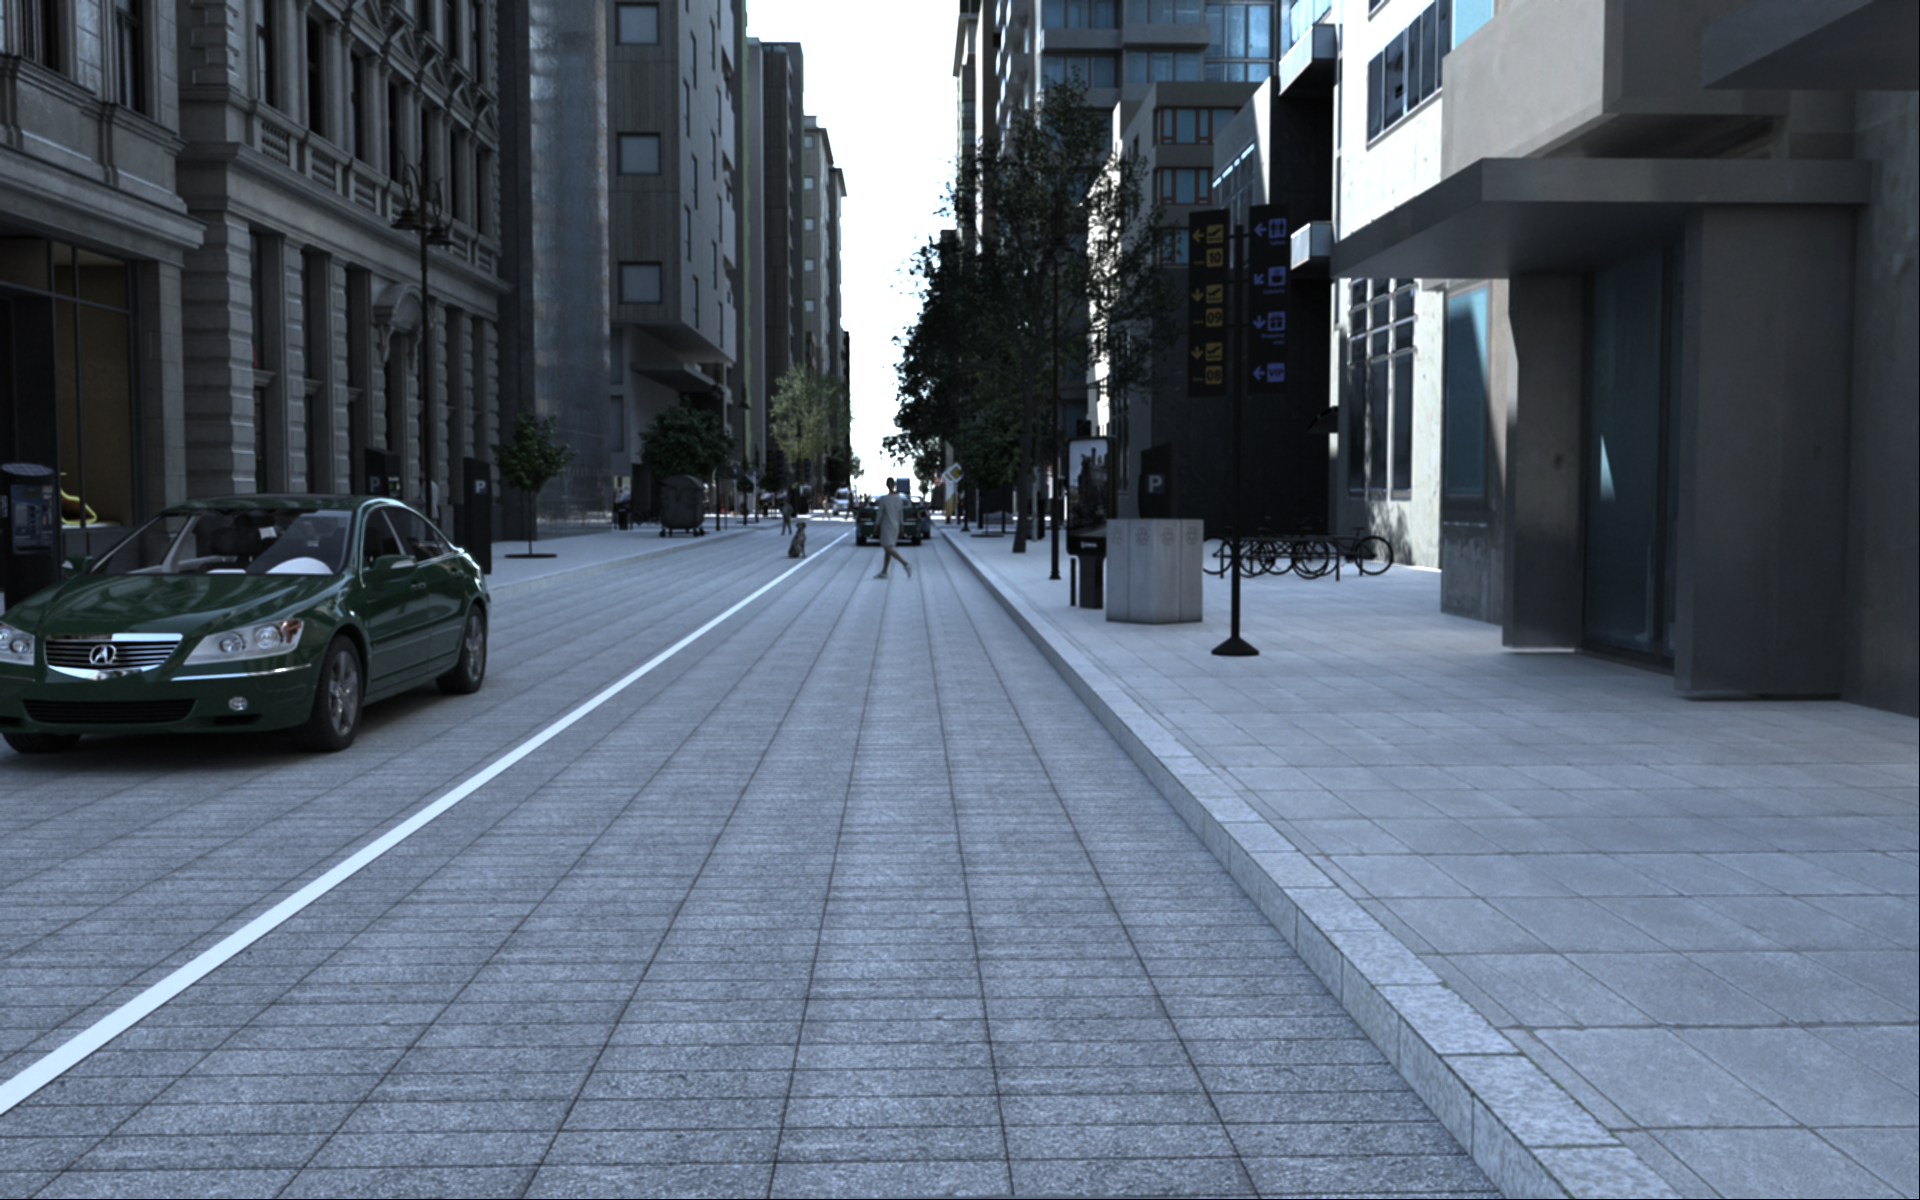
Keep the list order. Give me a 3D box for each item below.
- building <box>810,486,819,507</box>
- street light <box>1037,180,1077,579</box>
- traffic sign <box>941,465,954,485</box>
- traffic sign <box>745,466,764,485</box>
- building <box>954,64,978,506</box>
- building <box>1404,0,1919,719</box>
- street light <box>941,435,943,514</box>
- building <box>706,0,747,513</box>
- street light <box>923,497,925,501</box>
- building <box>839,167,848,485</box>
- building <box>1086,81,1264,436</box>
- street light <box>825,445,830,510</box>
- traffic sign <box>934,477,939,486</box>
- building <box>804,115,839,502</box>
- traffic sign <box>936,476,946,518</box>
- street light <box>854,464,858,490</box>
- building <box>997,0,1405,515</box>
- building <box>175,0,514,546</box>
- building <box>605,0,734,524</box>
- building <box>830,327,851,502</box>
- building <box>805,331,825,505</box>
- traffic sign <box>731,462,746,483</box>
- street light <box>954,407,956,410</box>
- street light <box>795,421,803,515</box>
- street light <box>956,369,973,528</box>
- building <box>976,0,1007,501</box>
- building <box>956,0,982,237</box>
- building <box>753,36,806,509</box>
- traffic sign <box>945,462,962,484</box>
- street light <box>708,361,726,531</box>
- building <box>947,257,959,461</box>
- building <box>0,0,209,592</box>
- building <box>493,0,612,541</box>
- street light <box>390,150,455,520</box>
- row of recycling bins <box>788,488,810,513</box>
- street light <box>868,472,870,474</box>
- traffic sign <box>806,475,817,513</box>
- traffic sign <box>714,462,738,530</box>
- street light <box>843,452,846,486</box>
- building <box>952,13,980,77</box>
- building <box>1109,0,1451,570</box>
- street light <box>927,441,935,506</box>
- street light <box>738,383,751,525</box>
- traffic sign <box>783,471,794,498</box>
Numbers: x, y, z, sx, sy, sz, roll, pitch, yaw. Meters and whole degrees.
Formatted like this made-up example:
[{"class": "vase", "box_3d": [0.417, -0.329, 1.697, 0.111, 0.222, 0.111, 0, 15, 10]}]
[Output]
[{"class": "building", "box_3d": [-30.478, -29.290, 170.769, 32.217, 40.220, 23.993, 0, 4, -2]}, {"class": "street light", "box_3d": [1.433, -3.250, 25.921, 0.468, 5.910, 1.993, 0, 4, -2]}, {"class": "traffic sign", "box_3d": [-0.362, -4.186, 70.628, 0.795, 2.593, 0.064, 0, 4, -2]}, {"class": "traffic sign", "box_3d": [-8.353, -4.172, 70.403, 0.795, 2.593, 0.064, 0, 4, -2]}, {"class": "building", "box_3d": [6.949, -29.681, 168.884, 14.154, 41.232, 14.086, 0, 4, -2]}, {"class": "building", "box_3d": [15.134, -23.562, 4.851, 23.786, 49.044, 30.456, 0, 4, -2]}, {"class": "street light", "box_3d": [-1.074, -8.316, 108.750, 0.468, 5.910, 1.993, 0, 4, -2]}, {"class": "building", "box_3d": [-22.230, -26.695, 120.063, 14.154, 41.232, 14.086, 0, 4, -2]}, {"class": "street light", "box_3d": [-3.449, -12.996, 185.269, 0.468, 5.910, 1.993, 0, 4, -2]}, {"class": "building", "box_3d": [-32.271, -41.794, 272.575, 28.713, 52.752, 27.495, 0, 4, -2]}, {"class": "building", "box_3d": [22.214, -14.802, 87.049, 28.899, 21.520, 27.650, 0, 4, -2]}, {"class": "street light", "box_3d": [-11.263, -10.676, 147.344, 0.468, 5.910, 1.993, 0, 4, -2]}, {"class": "traffic sign", "box_3d": [-1.528, -7.799, 127.614, 0.768, 2.556, 0.104, 0, 4, 5]}, {"class": "building", "box_3d": [-32.410, -40.066, 244.317, 28.713, 52.752, 27.495, 0, 4, -2]}, {"class": "traffic sign", "box_3d": [-0.871, -5.741, 93.865, 0.884, 2.594, 0.081, 0, 4, 2]}, {"class": "street light", "box_3d": [-13.796, -15.743, 230.190, 0.468, 5.910, 1.993, 0, 4, -2]}, {"class": "building", "box_3d": [13.993, -30.475, 117.878, 23.786, 49.044, 30.456, 0, 4, -2]}, {"class": "building", "box_3d": [-16.795, -12.698, 36.489, 11.050, 23.489, 19.941, 0, 4, -2]}, {"class": "building", "box_3d": [-25.635, -30.327, 85.088, 28.713, 52.752, 27.495, 0, 4, -2]}, {"class": "building", "box_3d": [-25.788, -31.959, 294.227, 14.160, 30.474, 14.107, 0, 4, -2]}, {"class": "building", "box_3d": [-29.941, -21.580, 197.866, 27.650, 21.520, 28.899, 0, 4, -2]}, {"class": "traffic sign", "box_3d": [-8.108, -3.684, 62.422, 0.795, 2.593, 0.064, 0, 4, -2]}, {"class": "street light", "box_3d": [-0.043, -6.084, 72.261, 0.468, 5.910, 1.993, 0, 4, -2]}, {"class": "street light", "box_3d": [-9.958, -8.229, 107.330, 0.468, 5.910, 1.993, 0, 4, -2]}, {"class": "street light", "box_3d": [0.222, -5.472, 62.262, 0.468, 5.910, 1.993, 0, 4, -2]}, {"class": "building", "box_3d": [8.574, -30.861, 154.686, 14.600, 45.320, 14.200, 0, 4, -2]}, {"class": "building", "box_3d": [7.701, -49.626, 249.633, 20.563, 71.187, 20.611, 0, 4, -2]}, {"class": "building", "box_3d": [-20.961, -28.633, 151.746, 14.154, 41.232, 14.086, 0, 4, -2]}, {"class": "traffic sign", "box_3d": [-0.116, -3.698, 62.647, 0.795, 2.593, 0.064, 0, 4, -2]}, {"class": "street light", "box_3d": [-8.464, -5.358, 60.395, 0.468, 5.910, 1.993, 0, 4, -2]}, {"class": "building", "box_3d": [5.194, -26.902, 211.554, 14.160, 30.474, 14.107, 0, 4, -2]}, {"class": "building", "box_3d": [-15.493, -9.482, 5.940, 10.553, 20.767, 40.483, 0, 4, -2]}, {"class": "building", "box_3d": [-21.628, -14.314, 52.059, 19.932, 24.808, 12.078, 0, 4, -2]}, {"class": "street light", "box_3d": [-7.325, -3.118, 23.768, 0.468, 5.910, 1.993, 0, 4, -2]}, {"class": "row of recycling bins", "box_3d": [-11.290, -6.990, 121.400, 1.069, 1.692, 3.534, -1, 4, -19]}, {"class": "street light", "box_3d": [-15.875, -20.128, 301.885, 0.468, 5.910, 1.993, 0, 4, -2]}, {"class": "traffic sign", "box_3d": [-9.920, -7.063, 115.587, 0.768, 2.556, 0.104, 0, 4, 1]}, {"class": "traffic sign", "box_3d": [-8.381, -3.788, 61.937, 0.884, 2.594, 0.081, 0, 4, 3]}, {"class": "street light", "box_3d": [-12.323, -12.903, 183.756, 0.468, 5.910, 1.993, 0, 4, -2]}, {"class": "building", "box_3d": [13.794, -36.713, 189.504, 28.713, 52.752, 27.495, 0, 4, -2]}, {"class": "building", "box_3d": [16.780, -44.634, 42.431, 22.319, 86.520, 31.000, 0, 4, -2]}, {"class": "street light", "box_3d": [-2.384, -10.801, 149.386, 0.468, 5.910, 1.993, 0, 4, -2]}, {"class": "street light", "box_3d": [-8.863, -6.022, 71.240, 0.468, 5.910, 1.993, 0, 4, -2]}, {"class": "traffic sign", "box_3d": [-9.620, -5.896, 96.499, 0.768, 2.556, 0.104, 0, 4, 4]}]
